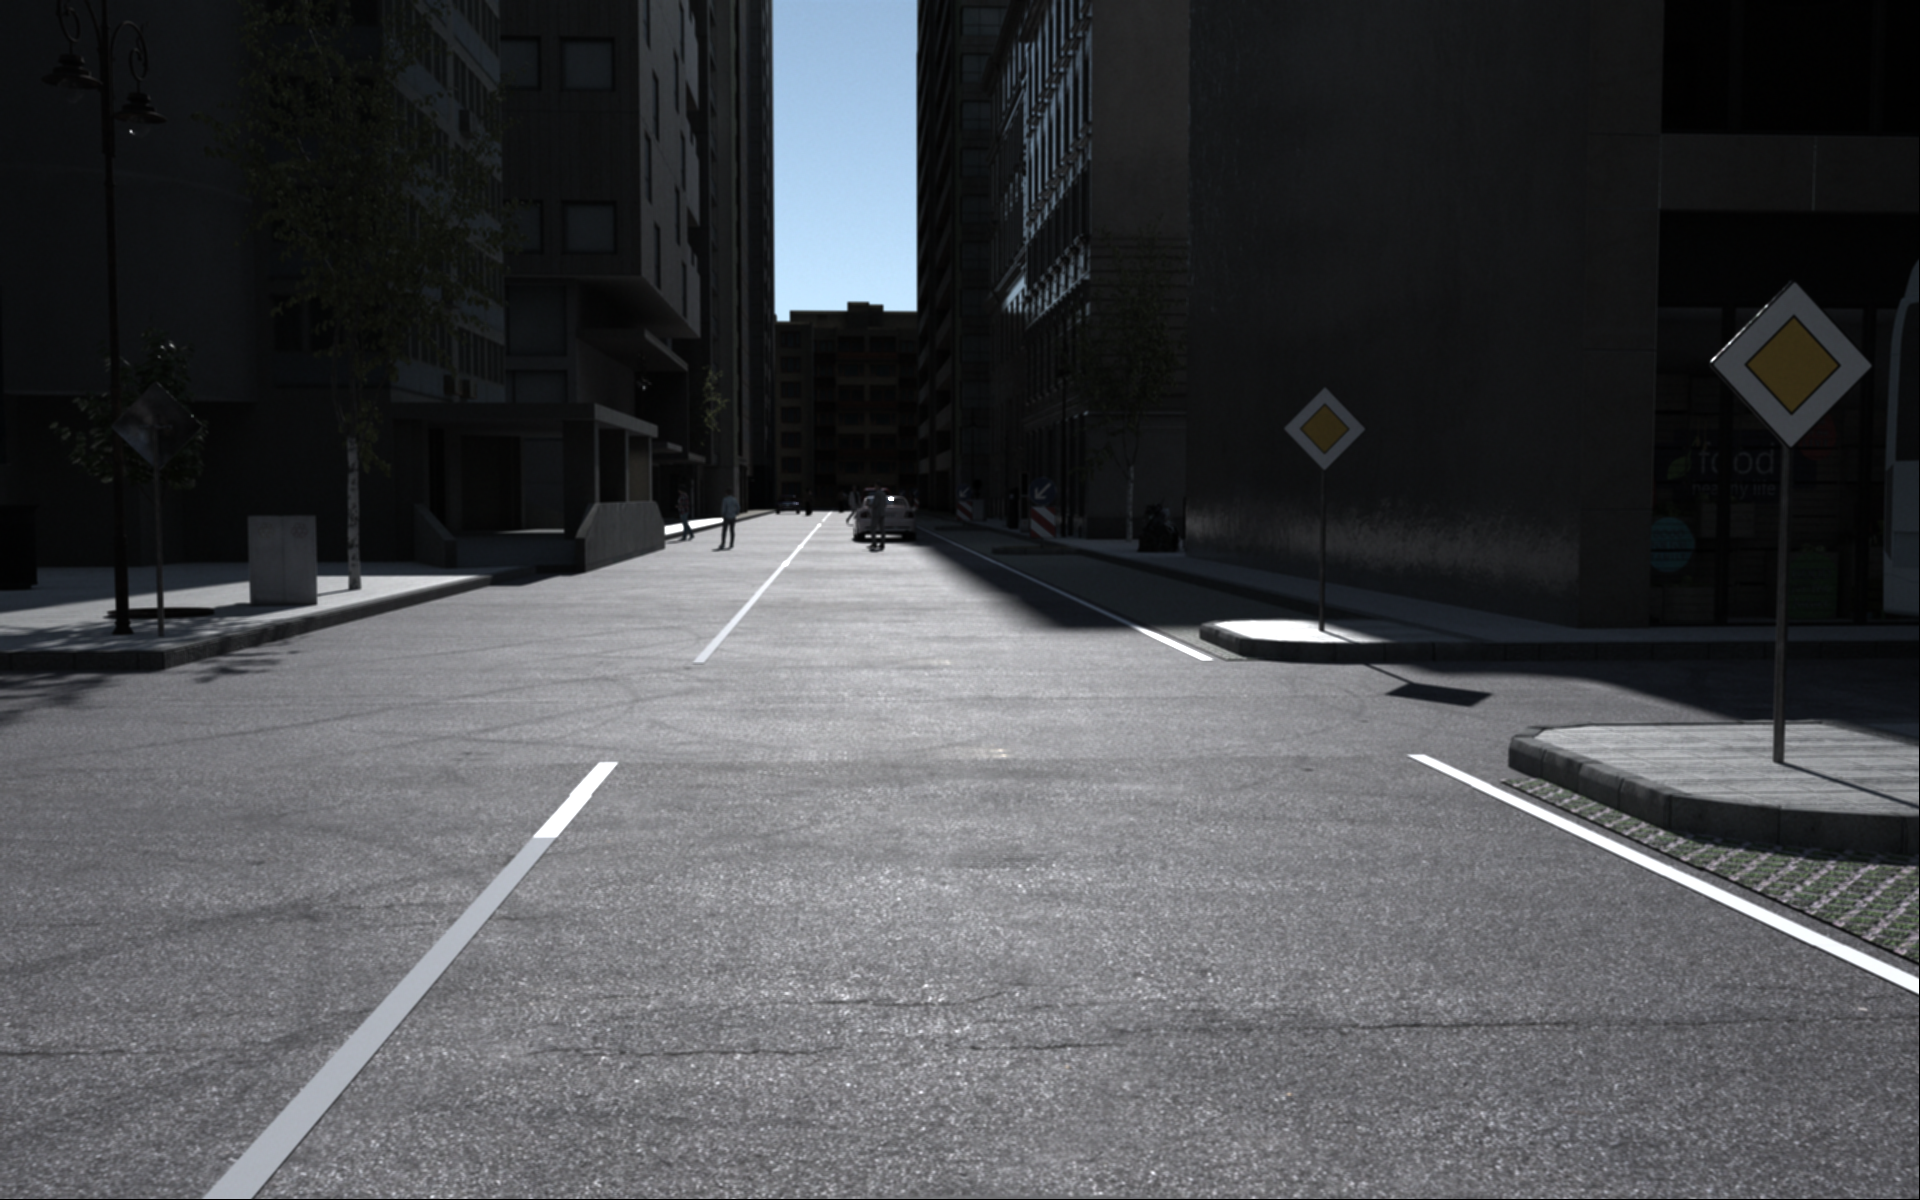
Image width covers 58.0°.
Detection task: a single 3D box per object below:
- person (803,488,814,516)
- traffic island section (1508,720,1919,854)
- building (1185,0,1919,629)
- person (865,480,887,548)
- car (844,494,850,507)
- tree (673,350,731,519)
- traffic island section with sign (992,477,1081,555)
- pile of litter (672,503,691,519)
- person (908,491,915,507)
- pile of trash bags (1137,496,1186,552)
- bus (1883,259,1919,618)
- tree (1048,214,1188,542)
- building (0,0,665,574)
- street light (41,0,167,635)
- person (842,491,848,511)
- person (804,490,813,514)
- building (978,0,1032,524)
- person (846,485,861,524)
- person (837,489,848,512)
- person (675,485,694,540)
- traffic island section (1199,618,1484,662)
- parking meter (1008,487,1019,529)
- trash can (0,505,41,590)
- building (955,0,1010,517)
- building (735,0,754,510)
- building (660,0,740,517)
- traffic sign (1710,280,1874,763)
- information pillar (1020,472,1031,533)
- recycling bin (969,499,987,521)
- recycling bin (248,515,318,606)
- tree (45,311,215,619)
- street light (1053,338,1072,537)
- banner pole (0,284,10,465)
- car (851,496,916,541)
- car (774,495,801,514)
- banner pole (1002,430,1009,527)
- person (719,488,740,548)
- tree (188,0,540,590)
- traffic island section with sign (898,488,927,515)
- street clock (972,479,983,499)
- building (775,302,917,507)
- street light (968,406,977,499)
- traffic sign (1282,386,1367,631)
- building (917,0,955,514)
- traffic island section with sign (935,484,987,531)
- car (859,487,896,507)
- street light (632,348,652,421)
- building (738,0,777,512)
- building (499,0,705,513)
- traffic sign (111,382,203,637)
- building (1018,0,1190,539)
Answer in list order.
[{"bbox_3d":[-10.146,-6.564,115.835,0.705,1.823,1.348,-2,4,-35],"label":"person"},{"bbox_3d":[3.934,0.855,8.299,2.009,0.180,2.903,0,4,-4],"label":"traffic island section"},{"bbox_3d":[22.221,-13.568,26.357,34.151,26.468,19.350,0,4,-4],"label":"building"},{"bbox_3d":[-2.241,-2.290,46.134,0.583,1.804,0.606,1,4,19],"label":"person"},{"bbox_3d":[-10.225,-9.205,162.292,2.131,1.459,4.920,0,4,-5],"label":"car"},{"bbox_3d":[-13.811,-8.393,87.593,4.360,8.622,3.978,0,3,0],"label":"tree"},{"bbox_3d":[1.782,-2.004,41.394,1.989,1.847,2.006,0,4,-4],"label":"traffic island section with sign"},{"bbox_3d":[-14.252,-4.591,89.027,1.176,0.858,1.719,1,4,16],"label":"pile of litter"},{"bbox_3d":[-3.130,-6.214,111.572,0.415,1.643,0.593,-1,4,-19],"label":"person"},{"bbox_3d":[5.145,-1.822,39.543,1.912,1.369,3.447,1,4,16],"label":"pile of trash bags"},{"bbox_3d":[14.007,-1.109,12.996,13.247,3.499,2.948,0,4,-5],"label":"bus"},{"bbox_3d":[4.474,-5.855,46.099,4.737,8.622,4.395,0,3,0],"label":"tree"},{"bbox_3d":[-23.340,-21.055,36.127,32.217,40.220,23.993,0,4,-4],"label":"building"},{"bbox_3d":[-7.664,-2.623,15.680,0.468,5.910,1.993,0,4,-4],"label":"street light"},{"bbox_3d":[-9.939,-8.497,148.363,0.756,1.711,0.436,0,4,-4],"label":"person"},{"bbox_3d":[-10.976,-7.084,125.119,0.742,1.727,0.445,1,4,20],"label":"person"},{"bbox_3d":[7.941,-17.233,79.031,12.463,27.353,25.104,0,4,-4],"label":"building"},{"bbox_3d":[-4.993,-4.469,81.450,0.818,1.842,0.514,3,4,37],"label":"person"},{"bbox_3d":[-9.278,-7.773,135.591,0.705,1.823,1.348,2,4,32],"label":"person"},{"bbox_3d":[-8.497,-2.703,53.527,0.643,1.720,0.563,-1,4,-19],"label":"person"},{"bbox_3d":[3.413,0.368,16.267,2.009,0.180,2.903,0,4,-4],"label":"traffic island section"},{"bbox_3d":[1.975,-3.399,63.981,0.372,1.533,0.369,0,3,0],"label":"parking meter"},{"bbox_3d":[-12.736,-0.708,23.235,0.748,1.137,0.748,0,3,0],"label":"trash can"},{"bbox_3d":[6.615,-25.562,101.539,14.154,41.232,14.086,0,4,-4],"label":"building"},{"bbox_3d":[-23.174,-29.444,131.514,14.600,45.320,14.200,0,4,-4],"label":"building"},{"bbox_3d":[-19.929,-25.258,96.566,14.154,41.232,14.086,0,4,-4],"label":"building"},{"bbox_3d":[3.911,-0.280,8.220,0.795,2.450,0.064,0,4,-4],"label":"traffic sign"},{"bbox_3d":[2.177,-3.251,57.641,0.304,2.012,0.304,1,4,12],"label":"information pillar"},{"bbox_3d":[0.846,-4.248,82.005,0.722,1.027,0.722,1,4,13],"label":"recycling bin"},{"bbox_3d":[-7.900,-0.467,20.188,0.722,1.027,0.722,-1,4,-23],"label":"recycling bin"},{"bbox_3d":[-8.442,-1.454,18.367,1.663,3.219,1.824,0,3,0],"label":"tree"},{"bbox_3d":[3.086,-4.810,51.423,0.468,5.910,1.993,0,4,-4],"label":"street light"},{"bbox_3d":[-10.225,-1.705,17.889,0.401,3.779,0.863,2,4,27],"label":"banner pole"},{"bbox_3d":[-2.403,-2.597,54.821,2.083,1.381,4.827,0,4,-5],"label":"car"},{"bbox_3d":[-12.526,-6.944,126.110,1.945,1.354,3.894,0,4,-6],"label":"car"},{"bbox_3d":[1.795,-4.712,67.065,0.401,3.779,0.863,1,4,12],"label":"banner pole"},{"bbox_3d":[-6.181,-2.209,46.422,0.589,1.601,0.330,-2,4,-26],"label":"person"},{"bbox_3d":[-7.948,-4.454,23.190,4.737,8.622,4.395,0,3,0],"label":"tree"},{"bbox_3d":[-3.235,-6.691,118.023,1.989,1.847,2.006,0,4,-4],"label":"traffic island section with sign"},{"bbox_3d":[0.831,-4.821,83.387,0.471,2.002,0.358,-1,4,-12],"label":"street clock"},{"bbox_3d":[-10.168,-20.966,187.830,28.899,21.520,27.650,0,4,-4],"label":"building"},{"bbox_3d":[0.660,-7.226,90.929,0.468,5.910,1.993,0,4,-4],"label":"street light"},{"bbox_3d":[3.390,-0.767,16.188,0.795,2.450,0.064,0,4,-4],"label":"traffic sign"},{"bbox_3d":[7.601,-31.701,142.014,21.300,48.544,21.600,0,4,-4],"label":"building"},{"bbox_3d":[0.011,-3.649,68.291,1.989,1.847,2.006,0,4,-4],"label":"traffic island section with sign"},{"bbox_3d":[-4.887,-5.664,101.280,2.281,1.827,5.304,0,4,-2],"label":"car"},{"bbox_3d":[-10.113,-5.040,55.184,0.468,5.910,1.993,0,4,-4],"label":"street light"},{"bbox_3d":[-27.354,-43.821,154.717,20.611,71.187,20.563,0,4,-4],"label":"building"},{"bbox_3d":[-24.959,-29.367,69.391,28.713,52.752,27.495,0,4,-4],"label":"building"},{"bbox_3d":[-7.183,-0.726,15.520,0.795,2.450,0.064,0,4,-4],"label":"traffic sign"},{"bbox_3d":[7.668,-12.744,57.515,9.793,20.994,18.267,0,4,-4],"label":"building"}]
